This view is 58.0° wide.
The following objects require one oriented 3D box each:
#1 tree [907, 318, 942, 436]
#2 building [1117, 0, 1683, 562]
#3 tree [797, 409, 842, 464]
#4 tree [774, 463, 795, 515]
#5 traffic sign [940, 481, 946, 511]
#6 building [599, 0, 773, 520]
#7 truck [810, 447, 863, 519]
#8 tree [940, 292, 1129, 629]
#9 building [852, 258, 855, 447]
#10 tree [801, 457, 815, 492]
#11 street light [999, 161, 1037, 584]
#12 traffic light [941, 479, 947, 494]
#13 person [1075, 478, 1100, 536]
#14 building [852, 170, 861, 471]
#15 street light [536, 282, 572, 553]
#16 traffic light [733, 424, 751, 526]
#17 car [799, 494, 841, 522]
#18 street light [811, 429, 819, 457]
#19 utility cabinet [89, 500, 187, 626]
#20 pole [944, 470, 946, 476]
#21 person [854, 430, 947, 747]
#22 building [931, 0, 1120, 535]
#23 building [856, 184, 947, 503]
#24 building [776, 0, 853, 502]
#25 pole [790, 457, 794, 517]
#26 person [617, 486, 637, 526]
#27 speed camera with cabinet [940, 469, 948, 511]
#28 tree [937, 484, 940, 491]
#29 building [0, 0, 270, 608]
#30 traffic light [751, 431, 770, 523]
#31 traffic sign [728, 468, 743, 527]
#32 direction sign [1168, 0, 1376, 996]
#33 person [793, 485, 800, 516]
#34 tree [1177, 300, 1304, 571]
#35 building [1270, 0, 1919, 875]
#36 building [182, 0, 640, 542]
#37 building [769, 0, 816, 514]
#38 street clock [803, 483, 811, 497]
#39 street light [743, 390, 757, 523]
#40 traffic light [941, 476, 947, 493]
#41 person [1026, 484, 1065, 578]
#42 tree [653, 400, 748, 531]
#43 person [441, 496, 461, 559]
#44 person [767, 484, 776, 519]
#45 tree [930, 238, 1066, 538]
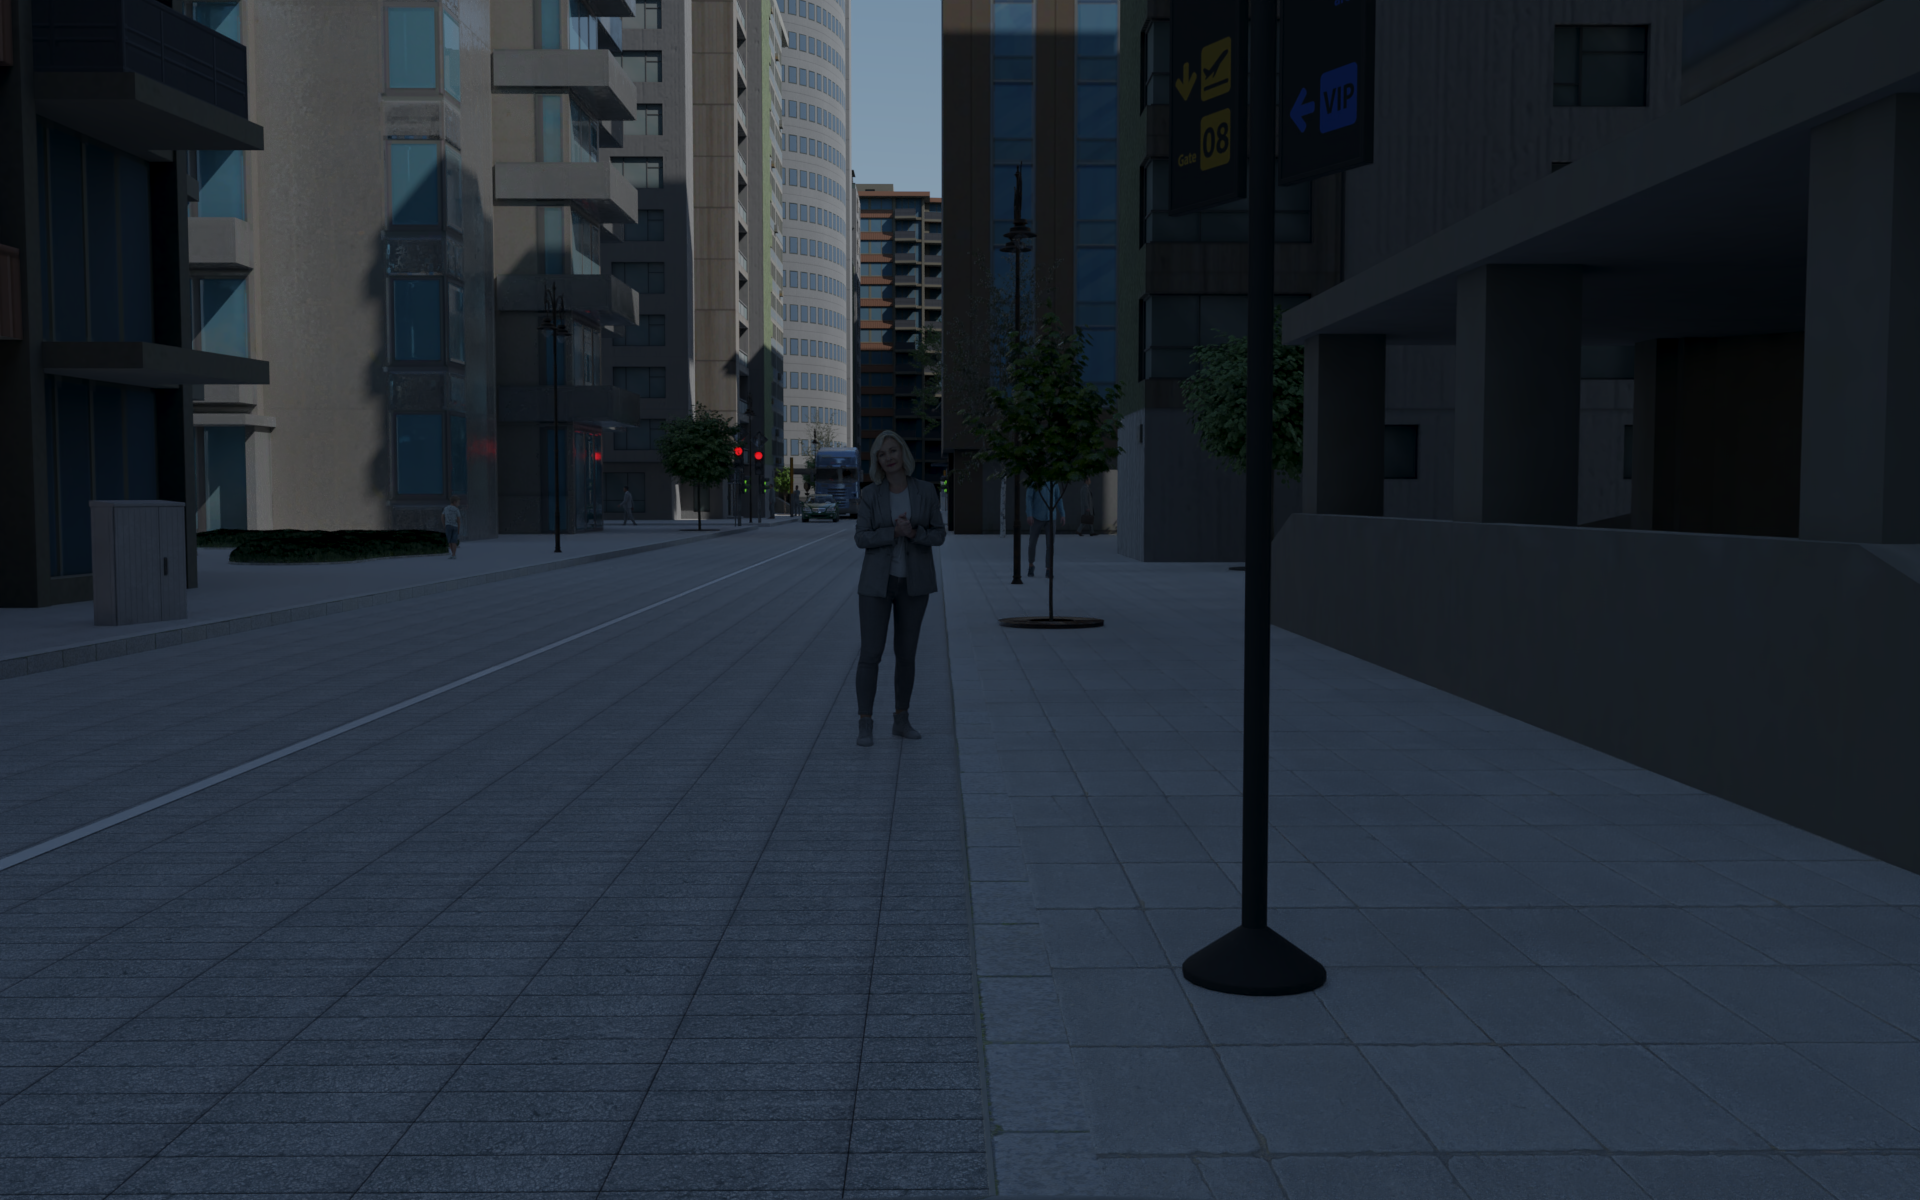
[{"bbox_3d":[0.956,-10.362,95.171,9.928,11.665,9.643,0,3,0],"label":"tree"},{"bbox_3d":[10.371,-16.322,38.565,14.160,30.474,14.107,0,4,-1],"label":"building"},{"bbox_3d":[-11.657,-12.017,146.838,4.360,8.622,3.978,0,3,0],"label":"tree"},{"bbox_3d":[-10.750,-6.850,106.591,1.663,3.219,1.824,0,3,0],"label":"tree"},{"bbox_3d":[-1.072,-7.882,128.974,0.768,2.556,0.104,0,4,0],"label":"traffic sign"},{"bbox_3d":[-17.484,-24.869,90.195,14.154,41.232,14.086,0,4,-1],"label":"building"},{"bbox_3d":[-7.131,-7.086,105.607,2.967,4.110,18.799,0,4,-1],"label":"truck"},{"bbox_3d":[0.764,-1.359,16.814,1.663,3.219,1.824,0,3,0],"label":"tree"},{"bbox_3d":[-19.613,-26.314,201.929,14.160,30.474,14.107,0,4,-1],"label":"building"},{"bbox_3d":[-11.095,-9.395,137.329,4.285,4.588,4.351,0,3,0],"label":"tree"},{"bbox_3d":[0.813,-3.163,24.506,0.468,5.910,1.993,0,4,-1],"label":"street light"},{"bbox_3d":[-0.436,-5.394,77.112,0.839,4.253,0.868,0,4,-1],"label":"traffic light"},{"bbox_3d":[3.880,-2.842,52.606,0.767,1.812,0.694,0,3,0],"label":"person"},{"bbox_3d":[-19.658,-32.770,219.384,14.086,41.232,14.154,0,4,-1],"label":"building"},{"bbox_3d":[-8.830,-3.979,37.849,0.468,5.910,1.993,0,4,-1],"label":"street light"},{"bbox_3d":[-8.779,-4.897,68.988,0.839,4.253,0.868,0,4,-1],"label":"traffic light"},{"bbox_3d":[-7.154,-4.718,88.934,2.131,1.459,4.920,0,4,-2],"label":"car"},{"bbox_3d":[-10.068,-9.028,120.391,0.468,5.910,1.993,0,4,-1],"label":"street light"},{"bbox_3d":[-8.190,-0.376,17.314,0.306,1.237,1.020,1,4,14],"label":"utility cabinet"},{"bbox_3d":[-1.299,-9.502,149.201,0.158,3.312,0.155,0,3,0],"label":"pole"},{"bbox_3d":[-0.344,-0.083,10.037,0.537,1.800,0.526,0,4,-2],"label":"person"},{"bbox_3d":[6.275,-25.080,60.166,14.600,45.320,14.200,0,4,-1],"label":"building"},{"bbox_3d":[-13.357,-36.234,247.049,28.867,44.769,22.147,0,4,-1],"label":"building"},{"bbox_3d":[-21.490,-38.113,165.146,21.231,58.520,28.212,0,4,-1],"label":"building"},{"bbox_3d":[-9.317,-6.241,95.884,0.158,3.312,0.155,0,3,0],"label":"pole"},{"bbox_3d":[-14.210,-3.996,74.111,0.850,1.792,0.678,0,4,5],"label":"person"},{"bbox_3d":[-1.233,-8.621,135.296,0.660,3.252,2.038,0,4,-3],"label":"speed camera with cabinet"},{"bbox_3d":[-1.220,-10.521,166.618,1.663,3.219,1.824,0,3,0],"label":"tree"},{"bbox_3d":[-19.934,-21.975,13.910,22.147,44.769,28.867,0,4,-1],"label":"building"},{"bbox_3d":[-8.896,-5.385,76.972,0.839,4.253,0.868,0,4,-1],"label":"traffic light"},{"bbox_3d":[-8.863,-4.047,68.299,0.606,2.300,0.079,0,4,2],"label":"traffic sign"},{"bbox_3d":[0.781,-0.765,4.499,0.379,3.537,0.876,-2,4,-25],"label":"direction sign"},{"bbox_3d":[-9.567,-5.797,101.012,0.511,1.800,0.466,1,4,19],"label":"person"},{"bbox_3d":[5.357,-2.783,29.222,4.285,4.588,4.351,0,3,0],"label":"tree"},{"bbox_3d":[19.258,-19.470,10.224,32.217,40.220,23.993,0,4,-1],"label":"building"},{"bbox_3d":[-26.202,-26.542,53.568,30.456,49.044,23.786,0,4,-1],"label":"building"},{"bbox_3d":[-25.133,-26.191,120.110,32.217,40.220,23.993,0,4,-1],"label":"building"},{"bbox_3d":[-9.571,-6.353,108.449,0.358,2.002,0.471,-3,5,-42],"label":"street clock"},{"bbox_3d":[-9.348,-6.387,77.210,0.468,5.910,1.993,0,4,-1],"label":"street light"},{"bbox_3d":[-0.319,-4.906,69.127,0.839,4.253,0.868,0,4,-1],"label":"traffic light"},{"bbox_3d":[1.293,-1.264,26.580,0.638,1.841,0.748,0,4,-8],"label":"person"},{"bbox_3d":[-9.085,-4.716,60.821,4.285,4.588,4.351,0,3,0],"label":"tree"},{"bbox_3d":[-10.032,-1.434,34.175,0.332,1.250,0.352,2,4,31],"label":"person"},{"bbox_3d":[-9.747,-5.115,89.772,0.391,1.810,0.635,-1,4,-19],"label":"person"},{"bbox_3d":[1.208,-6.119,50.401,4.360,8.622,3.978,0,3,0],"label":"tree"}]
